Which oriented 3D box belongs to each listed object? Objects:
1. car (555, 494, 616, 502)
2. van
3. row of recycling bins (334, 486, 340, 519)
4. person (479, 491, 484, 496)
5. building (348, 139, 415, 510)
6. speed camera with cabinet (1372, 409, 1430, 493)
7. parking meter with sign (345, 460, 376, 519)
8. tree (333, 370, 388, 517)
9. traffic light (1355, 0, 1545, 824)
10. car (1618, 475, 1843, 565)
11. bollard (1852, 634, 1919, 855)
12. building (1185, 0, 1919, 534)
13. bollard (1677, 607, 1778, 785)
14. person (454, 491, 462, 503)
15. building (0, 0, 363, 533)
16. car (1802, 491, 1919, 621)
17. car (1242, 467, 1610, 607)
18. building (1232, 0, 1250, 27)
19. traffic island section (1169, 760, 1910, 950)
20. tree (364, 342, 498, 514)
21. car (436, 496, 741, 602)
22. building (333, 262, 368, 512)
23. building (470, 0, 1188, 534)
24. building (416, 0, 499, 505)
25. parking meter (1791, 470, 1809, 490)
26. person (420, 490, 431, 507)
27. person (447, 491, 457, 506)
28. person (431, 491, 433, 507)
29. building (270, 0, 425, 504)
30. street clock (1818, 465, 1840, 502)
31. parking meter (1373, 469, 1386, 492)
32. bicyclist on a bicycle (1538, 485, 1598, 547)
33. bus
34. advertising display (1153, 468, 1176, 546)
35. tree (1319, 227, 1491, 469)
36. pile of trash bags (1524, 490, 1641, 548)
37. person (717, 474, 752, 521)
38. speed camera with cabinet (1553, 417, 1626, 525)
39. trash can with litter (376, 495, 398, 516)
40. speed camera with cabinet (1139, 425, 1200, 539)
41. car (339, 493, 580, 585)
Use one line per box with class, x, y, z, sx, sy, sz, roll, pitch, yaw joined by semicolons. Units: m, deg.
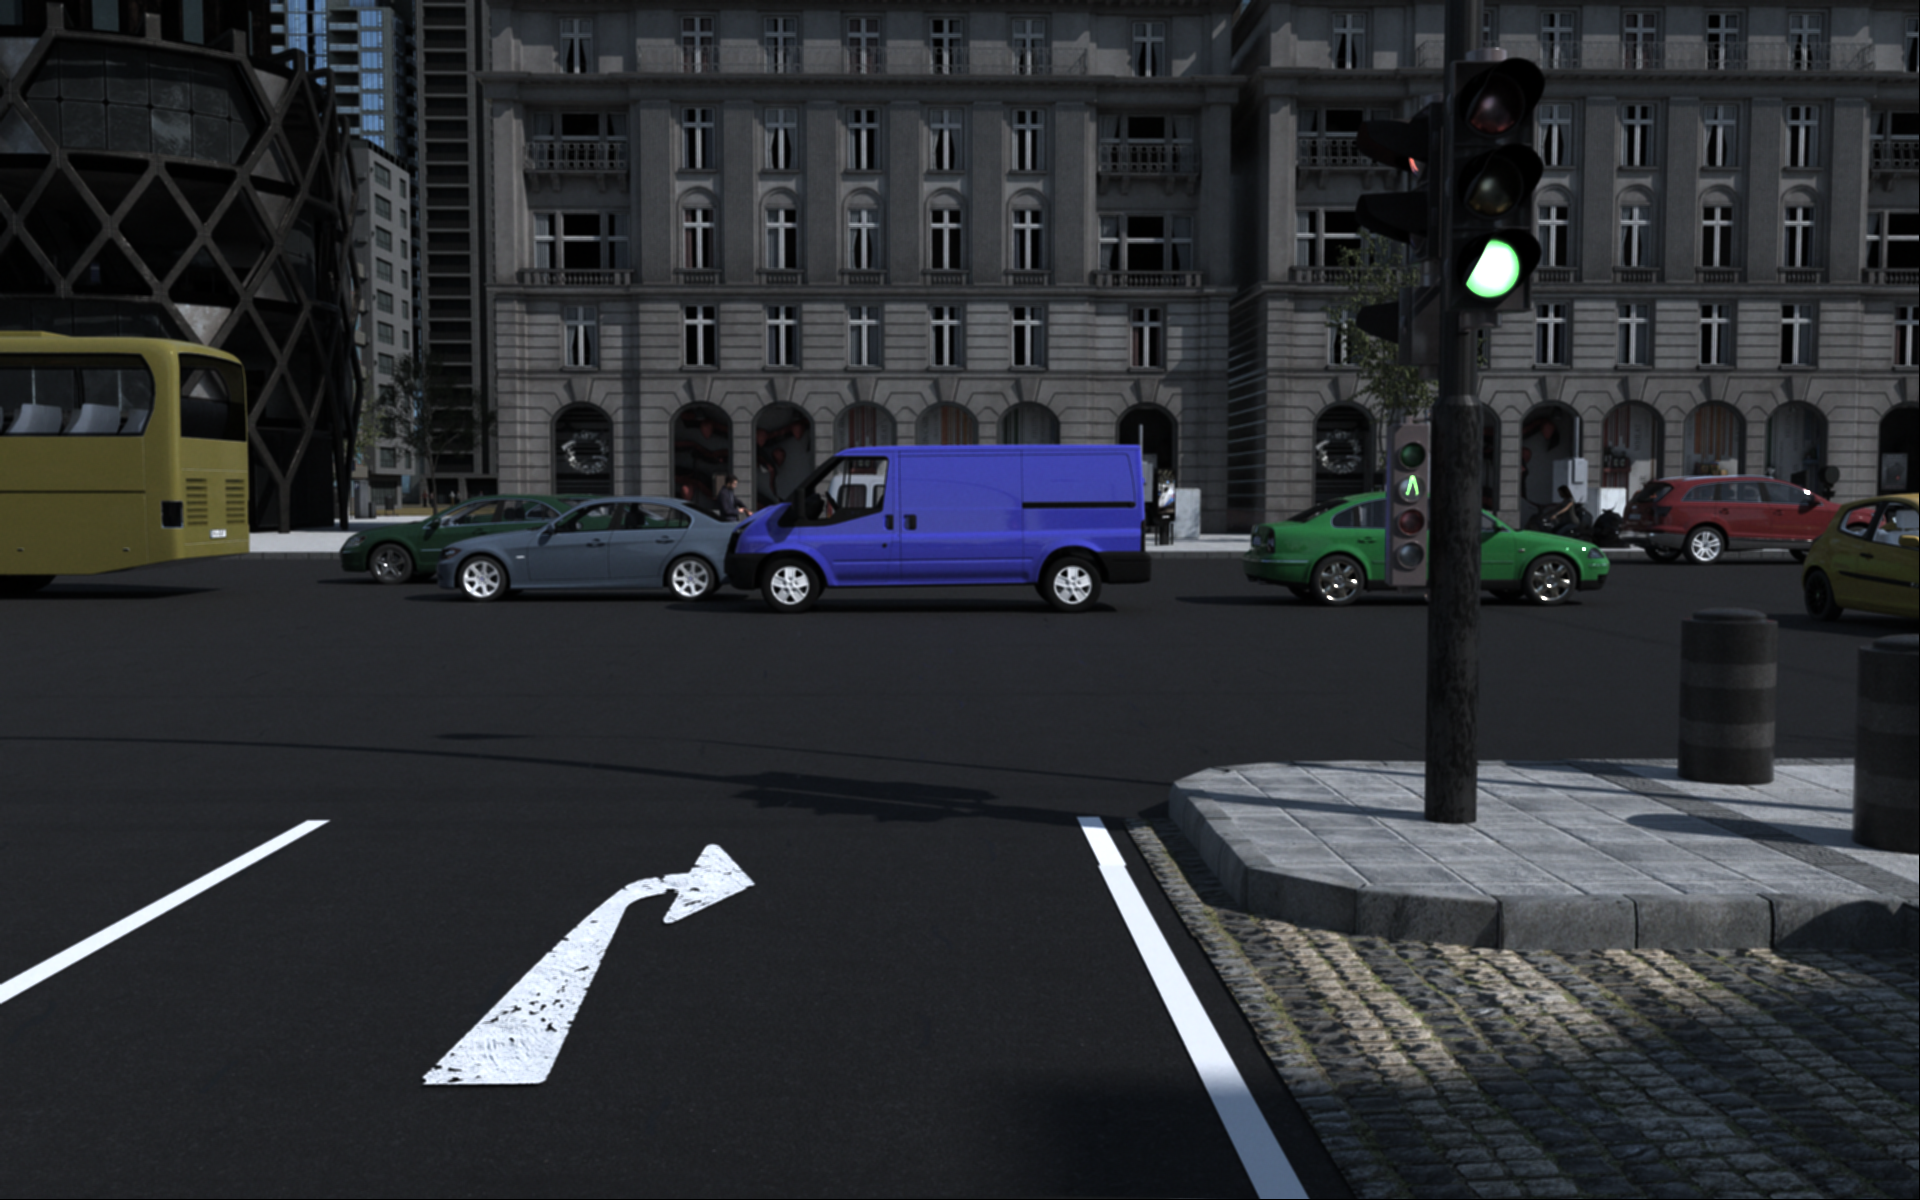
car;-6.504;-1.211;31.597;4.920;1.459;2.131;0;4;-2
van;-0.303;-1.054;21.611;5.245;2.365;2.240;0;4;-2
row of recycling bins;-32.822;-5.125;90.901;1.069;1.692;3.534;-1;4;-21
person;-48.803;-10.277;176.982;0.568;1.767;0.683;2;4;29
building;-53.545;-22.752;143.691;14.107;30.474;14.160;0;4;-1
speed camera with cabinet;10.523;-2.860;41.095;0.660;3.252;2.038;-1;4;-16
parking meter with sign;-31.069;-5.729;89.927;0.543;3.016;1.738;1;4;21
tree;-33.878;-8.896;95.807;4.737;8.622;4.395;0;3;0
traffic light;-0.182;-1.950;6.545;4.771;5.953;1.251;0;4;-1
car;16.448;-1.663;35.864;5.304;1.827;2.281;0;4;-3
bollard;3.489;0.514;6.317;0.404;0.777;0.398;0;3;0
building;20.916;-13.320;59.582;24.055;21.916;13.314;0;4;-1
bollard;3.457;0.423;7.805;0.404;0.777;0.398;0;3;0
person;-50.300;-10.041;173.460;1.217;1.735;0.721;3;4;38
building;-29.880;-11.773;59.945;16.811;18.784;16.820;0;4;-1
car;10.568;-0.490;18.239;2.015;1.641;3.980;0;4;-1
car;6.135;-0.860;22.862;4.718;1.807;1.959;0;4;-1
building;23.050;-28.587;117.511;14.600;45.320;14.200;0;4;-1
traffic island section;1.947;0.944;6.852;2.009;0.180;2.903;0;4;-1
tree;-32.027;-10.472;105.625;8.767;10.594;7.601;-1;4;-13
car;-4.875;-0.721;23.798;4.499;1.417;2.014;0;4;-2
building;-58.355;-16.575;116.048;27.650;21.520;28.899;0;4;-1
building;-3.160;-13.354;60.142;24.055;21.916;13.314;0;4;-1
building;-55.871;-47.793;219.669;20.611;71.187;20.563;0;4;-1
parking meter;20.347;-2.222;42.042;0.399;1.863;0.255;3;4;38
person;-55.549;-10.483;179.859;0.705;1.831;1.348;3;4;37
person;-54.214;-10.752;185.027;1.217;1.736;0.721;0;4;2
person;-51.680;-9.823;169.819;0.721;1.736;1.217;-1;4;-17
building;-81.893;-55.505;220.177;31.000;86.520;22.319;0;4;-1
street clock;22.007;-2.406;43.911;0.471;2.002;0.358;-1;4;-18
parking meter;9.748;-2.106;40.138;0.255;1.863;0.399;3;4;37
bicyclist on a bicycle;12.335;-1.562;35.554;1.625;1.676;1.499;0;4;-3
bus;-16.621;-2.007;24.353;12.252;3.916;2.896;0;4;-1
advertising display;5.126;-2.337;43.417;0.123;1.923;0.974;2;4;34
tree;11.349;-5.776;44.796;4.737;8.622;4.395;0;3;0
pile of trash bags;15.288;-1.944;41.533;3.447;1.369;1.912;-1;4;-22
person;-3.775;-1.238;29.190;0.568;1.767;0.683;0;4;6
speed camera with cabinet;16.327;-3.092;44.895;2.038;3.252;0.660;-2;4;-26
trash can with litter;-33.573;-5.481;100.669;2.233;1.210;1.678;-3;5;-45
speed camera with cabinet;5.822;-3.377;49.544;2.038;3.252;0.660;0;4;-2
car;-7.605;-1.009;28.300;4.920;1.459;2.131;0;4;-2
